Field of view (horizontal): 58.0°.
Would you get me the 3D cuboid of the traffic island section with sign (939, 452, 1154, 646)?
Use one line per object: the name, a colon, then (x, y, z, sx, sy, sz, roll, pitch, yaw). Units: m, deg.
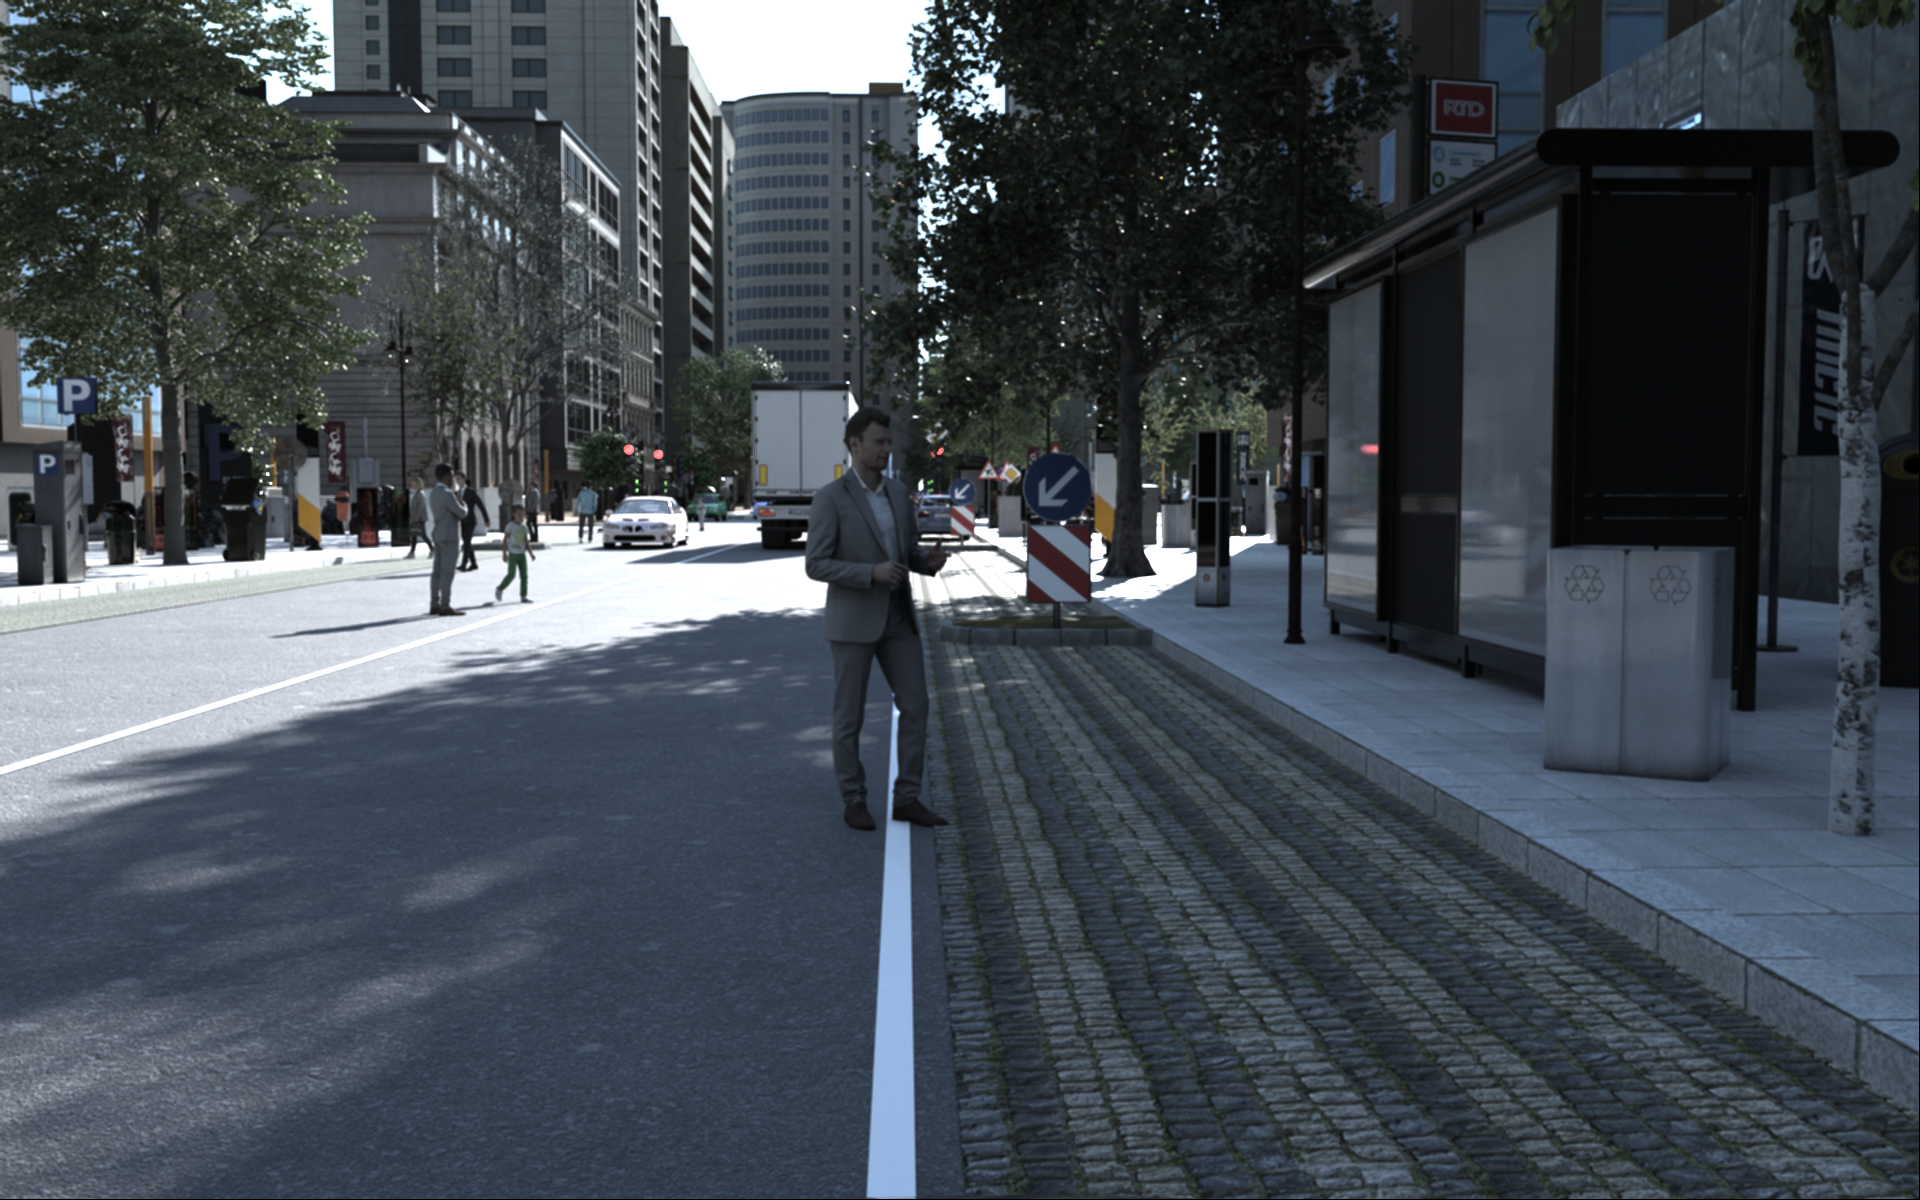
traffic island section with sign: (0.796, -0.522, 17.166, 1.989, 1.847, 2.006, 0, 4, -2)

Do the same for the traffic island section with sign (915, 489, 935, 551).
traffic island section with sign: (-0.073, -2.172, 44.144, 1.989, 1.847, 2.006, 0, 4, -2)

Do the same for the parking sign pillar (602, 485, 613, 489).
parking sign pillar: (-21.982, -7.416, 109.729, 1.447, 3.967, 1.447, 0, 4, -4)

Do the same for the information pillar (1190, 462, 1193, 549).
information pillar: (5.533, -2.187, 40.249, 0.304, 2.012, 0.304, 1, 4, 23)

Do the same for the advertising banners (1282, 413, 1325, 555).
advertising banners: (7.317, -2.495, 36.980, 0.090, 3.025, 2.074, -1, 4, -15)

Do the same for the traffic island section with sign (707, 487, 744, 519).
traffic island section with sign: (-13.420, -5.546, 99.308, 1.989, 1.847, 2.006, 0, 4, -2)

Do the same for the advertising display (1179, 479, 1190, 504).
advertising display: (9.853, -4.335, 76.085, 0.123, 1.923, 0.974, 2, 4, 31)

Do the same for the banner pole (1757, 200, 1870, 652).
banner pole: (6.831, -1.464, 13.961, 0.401, 3.779, 0.863, -3, 5, -42)

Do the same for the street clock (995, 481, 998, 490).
street clock: (2.061, -5.210, 89.759, 0.471, 2.002, 0.358, -1, 4, -14)

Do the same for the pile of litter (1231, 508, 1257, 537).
pile of litter: (8.179, -2.369, 52.698, 1.176, 0.858, 1.719, -3, 4, -37)

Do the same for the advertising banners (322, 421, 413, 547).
advertising banners: (-14.307, -2.795, 41.887, 2.074, 3.025, 0.090, -2, 4, -25)

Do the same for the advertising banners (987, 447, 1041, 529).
advertising banners: (1.990, -4.157, 64.147, 2.074, 3.025, 0.090, 1, 4, 18)

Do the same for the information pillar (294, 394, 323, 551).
information pillar: (-14.760, -2.930, 39.255, 0.504, 3.616, 0.183, -2, 4, -28)

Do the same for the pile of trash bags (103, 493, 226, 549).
pile of trash bags: (-18.652, -1.958, 41.763, 1.912, 1.369, 3.447, 3, 5, 43)

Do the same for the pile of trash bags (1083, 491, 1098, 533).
pile of trash bags: (5.064, -2.957, 58.106, 1.912, 1.369, 3.447, -2, 4, -26)

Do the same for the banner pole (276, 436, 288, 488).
banner pole: (-29.118, -5.170, 74.542, 0.401, 3.779, 0.863, 3, 4, 37)

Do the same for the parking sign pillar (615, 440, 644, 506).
parking sign pillar: (-16.208, -5.913, 85.157, 1.447, 3.967, 1.447, -1, 4, -12)

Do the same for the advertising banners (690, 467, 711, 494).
advertising banners: (-16.443, -6.947, 109.764, 2.074, 3.025, 0.090, 3, 4, 38)

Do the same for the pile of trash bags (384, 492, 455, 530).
pile of trash bags: (-19.640, -3.208, 62.199, 3.447, 1.369, 1.912, -2, 4, -31)

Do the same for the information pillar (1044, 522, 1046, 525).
information pillar: (2.772, -2.971, 53.068, 0.304, 2.012, 0.304, 1, 4, 18)

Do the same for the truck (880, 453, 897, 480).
truck: (-4.846, -6.229, 91.597, 2.967, 4.110, 18.799, 0, 4, -2)

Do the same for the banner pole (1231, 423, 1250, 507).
banner pole: (9.789, -4.335, 60.890, 0.863, 3.779, 0.401, 0, 4, -5)

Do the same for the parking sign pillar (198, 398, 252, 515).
parking sign pillar: (-20.469, -3.658, 48.278, 1.447, 3.967, 1.447, 3, 5, 42)

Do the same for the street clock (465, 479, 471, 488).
street clock: (-23.461, -4.773, 82.615, 0.358, 2.002, 0.471, -1, 4, -13)

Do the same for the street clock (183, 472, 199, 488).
street clock: (-25.167, -3.188, 56.687, 0.471, 2.002, 0.358, 1, 4, 16)

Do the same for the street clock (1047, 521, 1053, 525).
street clock: (1.855, -1.868, 35.109, 0.471, 2.002, 0.358, 1, 4, 12)

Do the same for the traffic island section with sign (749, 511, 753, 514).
traffic island section with sign: (-14.289, -7.194, 126.250, 1.989, 1.847, 2.006, 0, 4, -2)

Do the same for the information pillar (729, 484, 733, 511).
information pillar: (-16.901, -7.566, 128.193, 0.304, 2.012, 0.304, 1, 4, 11)

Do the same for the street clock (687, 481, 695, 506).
street clock: (-15.456, -5.803, 99.452, 0.358, 2.002, 0.471, 2, 4, 27)

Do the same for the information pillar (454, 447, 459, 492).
information pillar: (-23.487, -5.471, 80.809, 0.183, 3.616, 0.504, 0, 4, 0)

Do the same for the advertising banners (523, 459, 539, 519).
advertising banners: (-21.733, -5.590, 87.590, 0.090, 3.025, 2.074, -3, 4, -39)

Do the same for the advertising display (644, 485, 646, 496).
advertising display: (-23.422, -7.429, 126.679, 0.974, 1.923, 0.123, -1, 4, -10)

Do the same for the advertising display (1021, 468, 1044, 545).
advertising display: (1.835, -2.351, 43.655, 0.123, 1.923, 0.974, 2, 4, 33)

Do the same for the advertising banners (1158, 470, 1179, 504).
advertising banners: (15.330, -8.052, 127.831, 2.074, 3.025, 0.090, -3, 5, -41)

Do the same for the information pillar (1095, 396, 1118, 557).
information pillar: (3.002, -2.690, 35.330, 0.504, 3.616, 0.183, -1, 4, -14)

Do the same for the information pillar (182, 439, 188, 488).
information pillar: (-28.330, -4.389, 63.116, 0.504, 3.616, 0.183, 2, 4, 23)

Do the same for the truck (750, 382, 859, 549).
truck: (-4.154, -3.668, 48.882, 2.839, 4.237, 11.283, 0, 4, -2)

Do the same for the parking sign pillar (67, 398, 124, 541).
parking sign pillar: (-23.681, -3.608, 47.464, 1.447, 3.967, 1.447, -1, 4, -16)

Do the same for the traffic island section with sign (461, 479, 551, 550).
traffic island section with sign: (-11.664, -2.210, 44.756, 1.989, 1.847, 2.006, 0, 4, -2)

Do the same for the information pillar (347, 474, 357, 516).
information pillar: (-21.999, -3.563, 62.750, 0.304, 2.012, 0.304, -3, 4, -37)

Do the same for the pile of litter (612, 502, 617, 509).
pile of litter: (-18.184, -4.828, 92.894, 1.176, 0.858, 1.719, -1, 4, -22)

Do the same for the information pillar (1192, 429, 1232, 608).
information pillar: (2.881, -0.930, 19.701, 0.304, 2.012, 0.304, 3, 4, 37)

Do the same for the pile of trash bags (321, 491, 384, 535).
pile of trash bags: (-19.478, -2.767, 54.995, 1.912, 1.369, 3.447, -1, 4, -16)

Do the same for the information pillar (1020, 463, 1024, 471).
information pillar: (4.399, -7.954, 121.401, 0.504, 3.616, 0.183, -3, 5, -40)

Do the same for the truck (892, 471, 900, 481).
truck: (-7.838, -12.509, 194.276, 2.967, 4.110, 18.799, 0, 4, -2)

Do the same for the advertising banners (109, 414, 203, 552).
advertising banners: (-17.911, -2.594, 38.607, 0.090, 3.025, 2.074, 3, 4, 36)
